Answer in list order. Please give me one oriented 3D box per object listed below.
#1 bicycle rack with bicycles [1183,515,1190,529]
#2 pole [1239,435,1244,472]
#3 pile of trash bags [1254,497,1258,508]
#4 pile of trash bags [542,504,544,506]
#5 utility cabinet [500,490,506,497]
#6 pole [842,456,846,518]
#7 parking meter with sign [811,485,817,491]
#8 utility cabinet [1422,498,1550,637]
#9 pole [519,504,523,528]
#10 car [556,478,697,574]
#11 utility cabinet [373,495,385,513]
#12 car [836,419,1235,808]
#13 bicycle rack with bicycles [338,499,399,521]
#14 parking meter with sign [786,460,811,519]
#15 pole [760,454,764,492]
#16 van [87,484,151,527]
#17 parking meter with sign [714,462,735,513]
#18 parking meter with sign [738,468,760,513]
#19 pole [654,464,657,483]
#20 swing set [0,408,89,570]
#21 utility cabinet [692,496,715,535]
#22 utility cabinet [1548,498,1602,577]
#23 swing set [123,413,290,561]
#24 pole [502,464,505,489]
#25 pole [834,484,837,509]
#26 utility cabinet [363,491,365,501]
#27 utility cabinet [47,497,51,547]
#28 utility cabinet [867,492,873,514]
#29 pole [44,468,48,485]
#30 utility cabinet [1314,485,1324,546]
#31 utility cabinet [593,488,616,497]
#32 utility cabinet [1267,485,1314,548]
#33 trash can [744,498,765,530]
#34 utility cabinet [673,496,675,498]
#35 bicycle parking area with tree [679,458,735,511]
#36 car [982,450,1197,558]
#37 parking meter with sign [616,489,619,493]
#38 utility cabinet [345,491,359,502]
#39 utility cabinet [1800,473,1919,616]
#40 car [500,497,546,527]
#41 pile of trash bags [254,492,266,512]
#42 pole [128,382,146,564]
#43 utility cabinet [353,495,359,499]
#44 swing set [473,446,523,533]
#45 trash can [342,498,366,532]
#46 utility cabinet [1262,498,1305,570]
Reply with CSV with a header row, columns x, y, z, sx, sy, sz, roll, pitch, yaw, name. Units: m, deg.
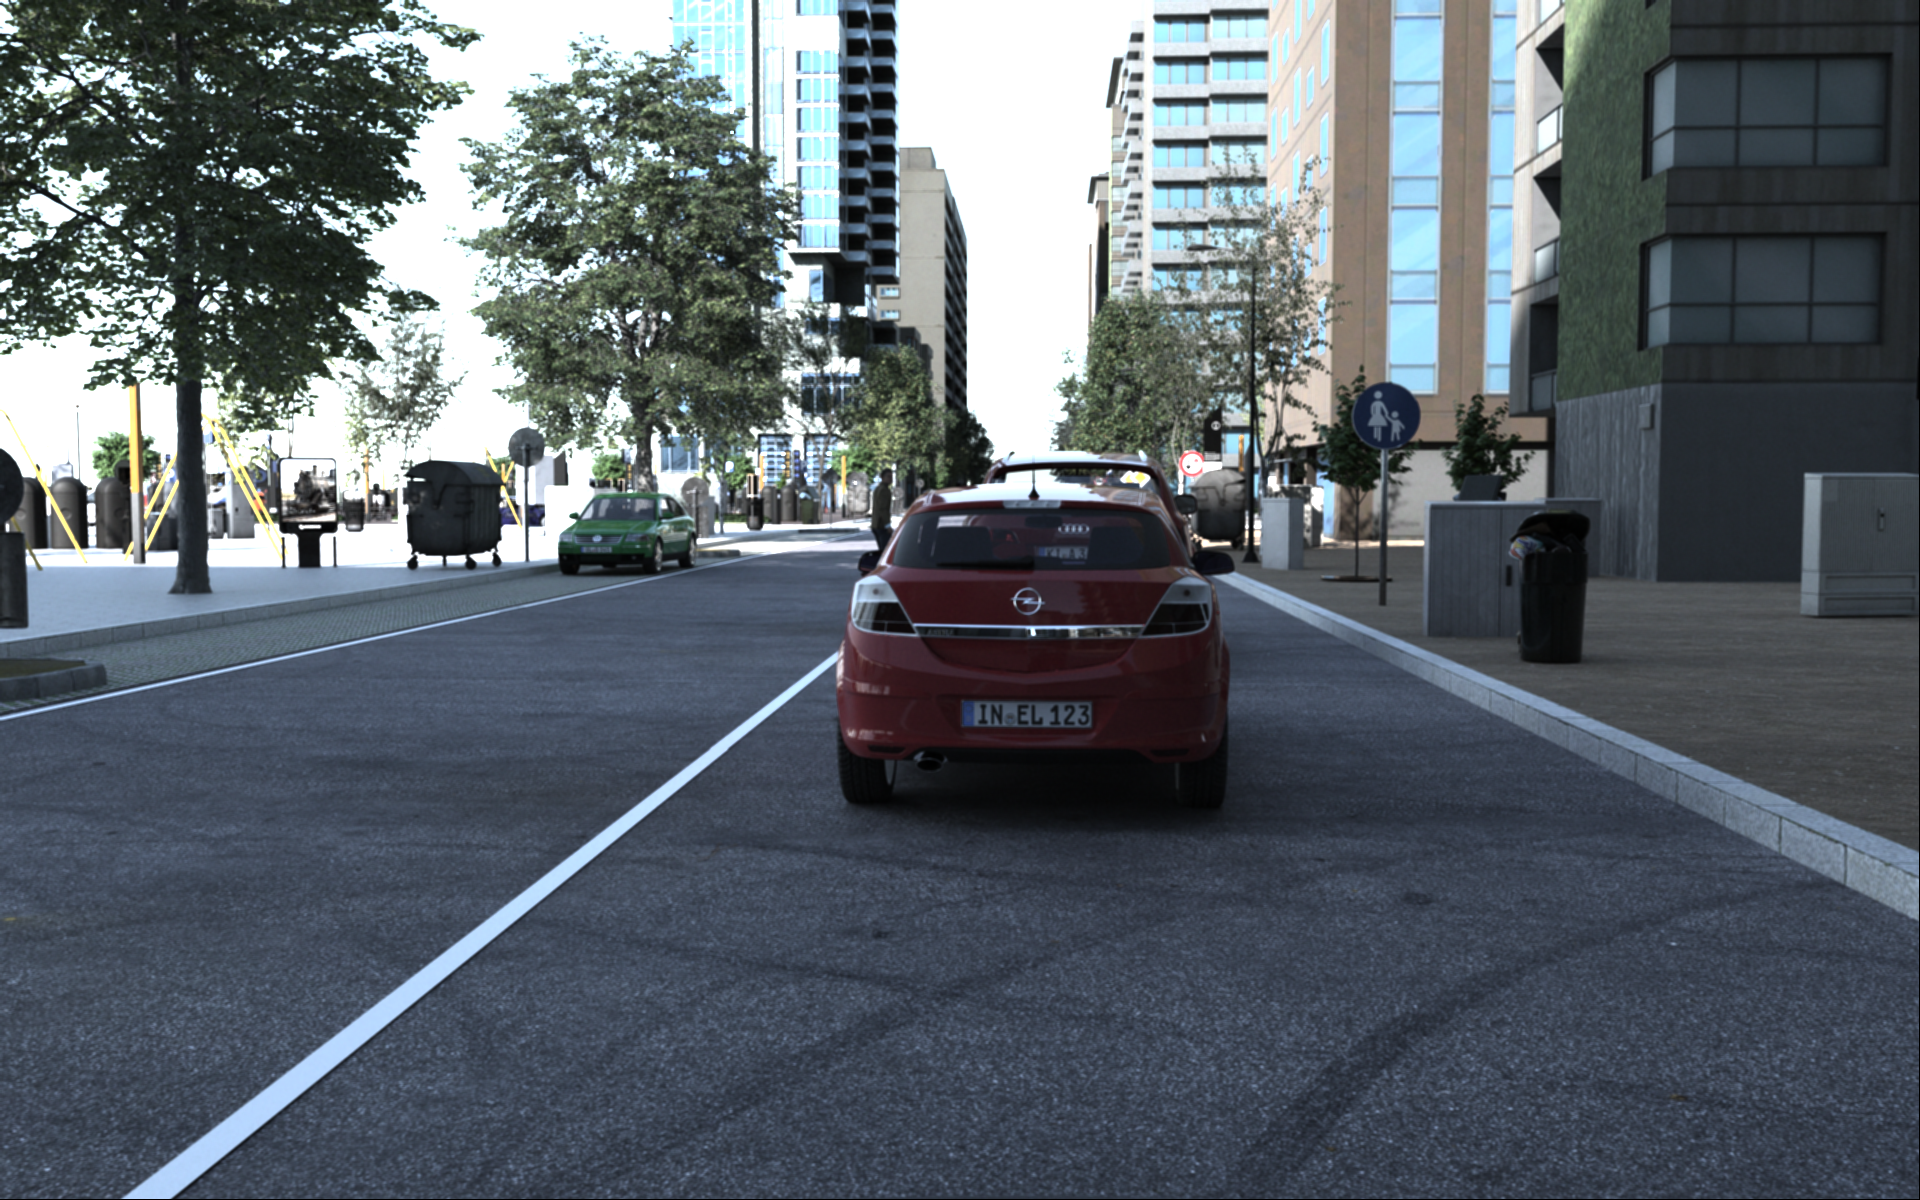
x,y,z,sx,sy,sz,roll,pitch,yaw,name
8.097,-2.902,60.831,2.925,0.926,2.852,0,4,2,bicycle rack with bicycles
9.775,-4.060,60.231,0.158,3.312,0.155,0,3,0,pole
21.599,-7.292,128.982,1.912,1.369,3.447,-1,4,-18,pile of trash bags
-20.390,-4.949,90.661,3.447,1.369,1.912,0,4,-3,pile of trash bags
-24.387,-5.147,92.828,0.318,1.500,1.173,0,4,-2,utility cabinet
-6.238,-6.061,92.941,0.158,3.312,0.155,0,3,0,pole
-12.024,-8.854,141.017,0.543,3.016,1.738,3,5,41,parking meter with sign
4.728,-0.274,15.635,1.020,1.237,0.306,0,4,4,utility cabinet
-16.642,-4.394,65.693,0.158,3.312,0.155,0,3,0,pole
-6.128,-1.429,32.166,1.959,1.807,4.718,0,4,4,car
-40.490,-6.701,120.716,1.020,1.237,0.306,3,5,42,utility cabinet
0.449,-0.025,9.451,2.155,1.783,4.494,0,4,4,car
-28.722,-4.338,84.309,2.925,0.926,2.852,0,4,-1,bicycle rack with bicycles
-8.618,-5.708,89.584,0.543,3.016,1.738,-3,5,-43,parking meter with sign
-10.195,-5.828,89.127,0.158,3.312,0.155,0,3,0,pole
-34.556,-3.871,70.309,4.112,2.044,2.013,0,4,2,van
-12.862,-5.921,93.061,0.543,3.016,1.738,2,4,31,parking meter with sign
-14.223,-7.373,116.815,0.543,3.016,1.738,3,5,44,parking meter with sign
-20.547,-7.524,116.857,0.158,3.312,0.155,0,3,0,pole
-17.200,-1.999,30.312,2.862,2.851,3.119,-1,4,-13,swing set
-8.096,-2.660,54.649,0.306,1.237,1.020,1,4,20,utility cabinet
9.410,-0.958,26.825,1.020,1.237,0.306,-1,4,-17,utility cabinet
-15.081,-2.273,34.788,2.862,2.851,3.119,-1,4,-19,swing set
-30.767,-7.519,116.776,0.158,3.312,0.155,0,3,0,pole
-10.585,-9.374,147.108,0.158,3.312,0.155,0,3,0,pole
-47.400,-7.920,138.174,0.318,1.500,1.173,-1,4,-13,utility cabinet
-22.156,-1.890,42.061,1.020,1.237,0.306,2,4,26,utility cabinet
-6.037,-6.156,109.337,1.173,1.500,0.318,2,4,25,utility cabinet
-71.273,-8.640,135.115,0.158,3.312,0.155,0,3,0,pole
8.574,-2.060,42.354,0.318,1.500,1.173,0,4,-6,utility cabinet
-13.226,-3.380,63.938,0.318,1.500,1.173,2,4,31,utility cabinet
7.634,-1.945,40.485,1.173,1.500,0.318,-2,4,-23,utility cabinet
-7.254,-3.035,61.268,0.748,1.137,0.748,0,3,0,trash can
-10.588,-3.164,62.890,0.306,1.237,1.020,0,4,3,utility cabinet
-19.065,-9.028,134.611,9.016,4.147,8.231,-1,4,-21,bicycle parking area with tree
1.081,-0.450,16.023,2.281,1.827,5.304,0,4,4,car
-29.344,-9.285,148.064,0.543,3.016,1.738,1,4,18,parking meter with sign
-51.323,-8.417,146.299,1.173,1.500,0.318,-1,4,-14,utility cabinet
9.416,-0.574,18.056,1.173,1.500,0.318,-1,4,-9,utility cabinet
-17.515,-3.478,69.448,3.894,1.354,1.945,0,4,2,car
-54.991,-7.627,134.459,1.912,1.369,3.447,-3,5,-40,pile of trash bags
-14.996,-2.307,31.558,0.158,3.312,0.155,0,3,0,pole
-42.701,-6.814,122.575,0.306,1.237,1.020,-2,4,-34,utility cabinet
-15.240,-3.689,57.937,2.862,2.851,3.119,1,4,11,swing set
-20.338,-2.844,58.152,0.748,1.137,0.748,0,3,0,trash can
5.539,-1.133,29.683,0.306,1.237,1.020,-1,4,-17,utility cabinet
